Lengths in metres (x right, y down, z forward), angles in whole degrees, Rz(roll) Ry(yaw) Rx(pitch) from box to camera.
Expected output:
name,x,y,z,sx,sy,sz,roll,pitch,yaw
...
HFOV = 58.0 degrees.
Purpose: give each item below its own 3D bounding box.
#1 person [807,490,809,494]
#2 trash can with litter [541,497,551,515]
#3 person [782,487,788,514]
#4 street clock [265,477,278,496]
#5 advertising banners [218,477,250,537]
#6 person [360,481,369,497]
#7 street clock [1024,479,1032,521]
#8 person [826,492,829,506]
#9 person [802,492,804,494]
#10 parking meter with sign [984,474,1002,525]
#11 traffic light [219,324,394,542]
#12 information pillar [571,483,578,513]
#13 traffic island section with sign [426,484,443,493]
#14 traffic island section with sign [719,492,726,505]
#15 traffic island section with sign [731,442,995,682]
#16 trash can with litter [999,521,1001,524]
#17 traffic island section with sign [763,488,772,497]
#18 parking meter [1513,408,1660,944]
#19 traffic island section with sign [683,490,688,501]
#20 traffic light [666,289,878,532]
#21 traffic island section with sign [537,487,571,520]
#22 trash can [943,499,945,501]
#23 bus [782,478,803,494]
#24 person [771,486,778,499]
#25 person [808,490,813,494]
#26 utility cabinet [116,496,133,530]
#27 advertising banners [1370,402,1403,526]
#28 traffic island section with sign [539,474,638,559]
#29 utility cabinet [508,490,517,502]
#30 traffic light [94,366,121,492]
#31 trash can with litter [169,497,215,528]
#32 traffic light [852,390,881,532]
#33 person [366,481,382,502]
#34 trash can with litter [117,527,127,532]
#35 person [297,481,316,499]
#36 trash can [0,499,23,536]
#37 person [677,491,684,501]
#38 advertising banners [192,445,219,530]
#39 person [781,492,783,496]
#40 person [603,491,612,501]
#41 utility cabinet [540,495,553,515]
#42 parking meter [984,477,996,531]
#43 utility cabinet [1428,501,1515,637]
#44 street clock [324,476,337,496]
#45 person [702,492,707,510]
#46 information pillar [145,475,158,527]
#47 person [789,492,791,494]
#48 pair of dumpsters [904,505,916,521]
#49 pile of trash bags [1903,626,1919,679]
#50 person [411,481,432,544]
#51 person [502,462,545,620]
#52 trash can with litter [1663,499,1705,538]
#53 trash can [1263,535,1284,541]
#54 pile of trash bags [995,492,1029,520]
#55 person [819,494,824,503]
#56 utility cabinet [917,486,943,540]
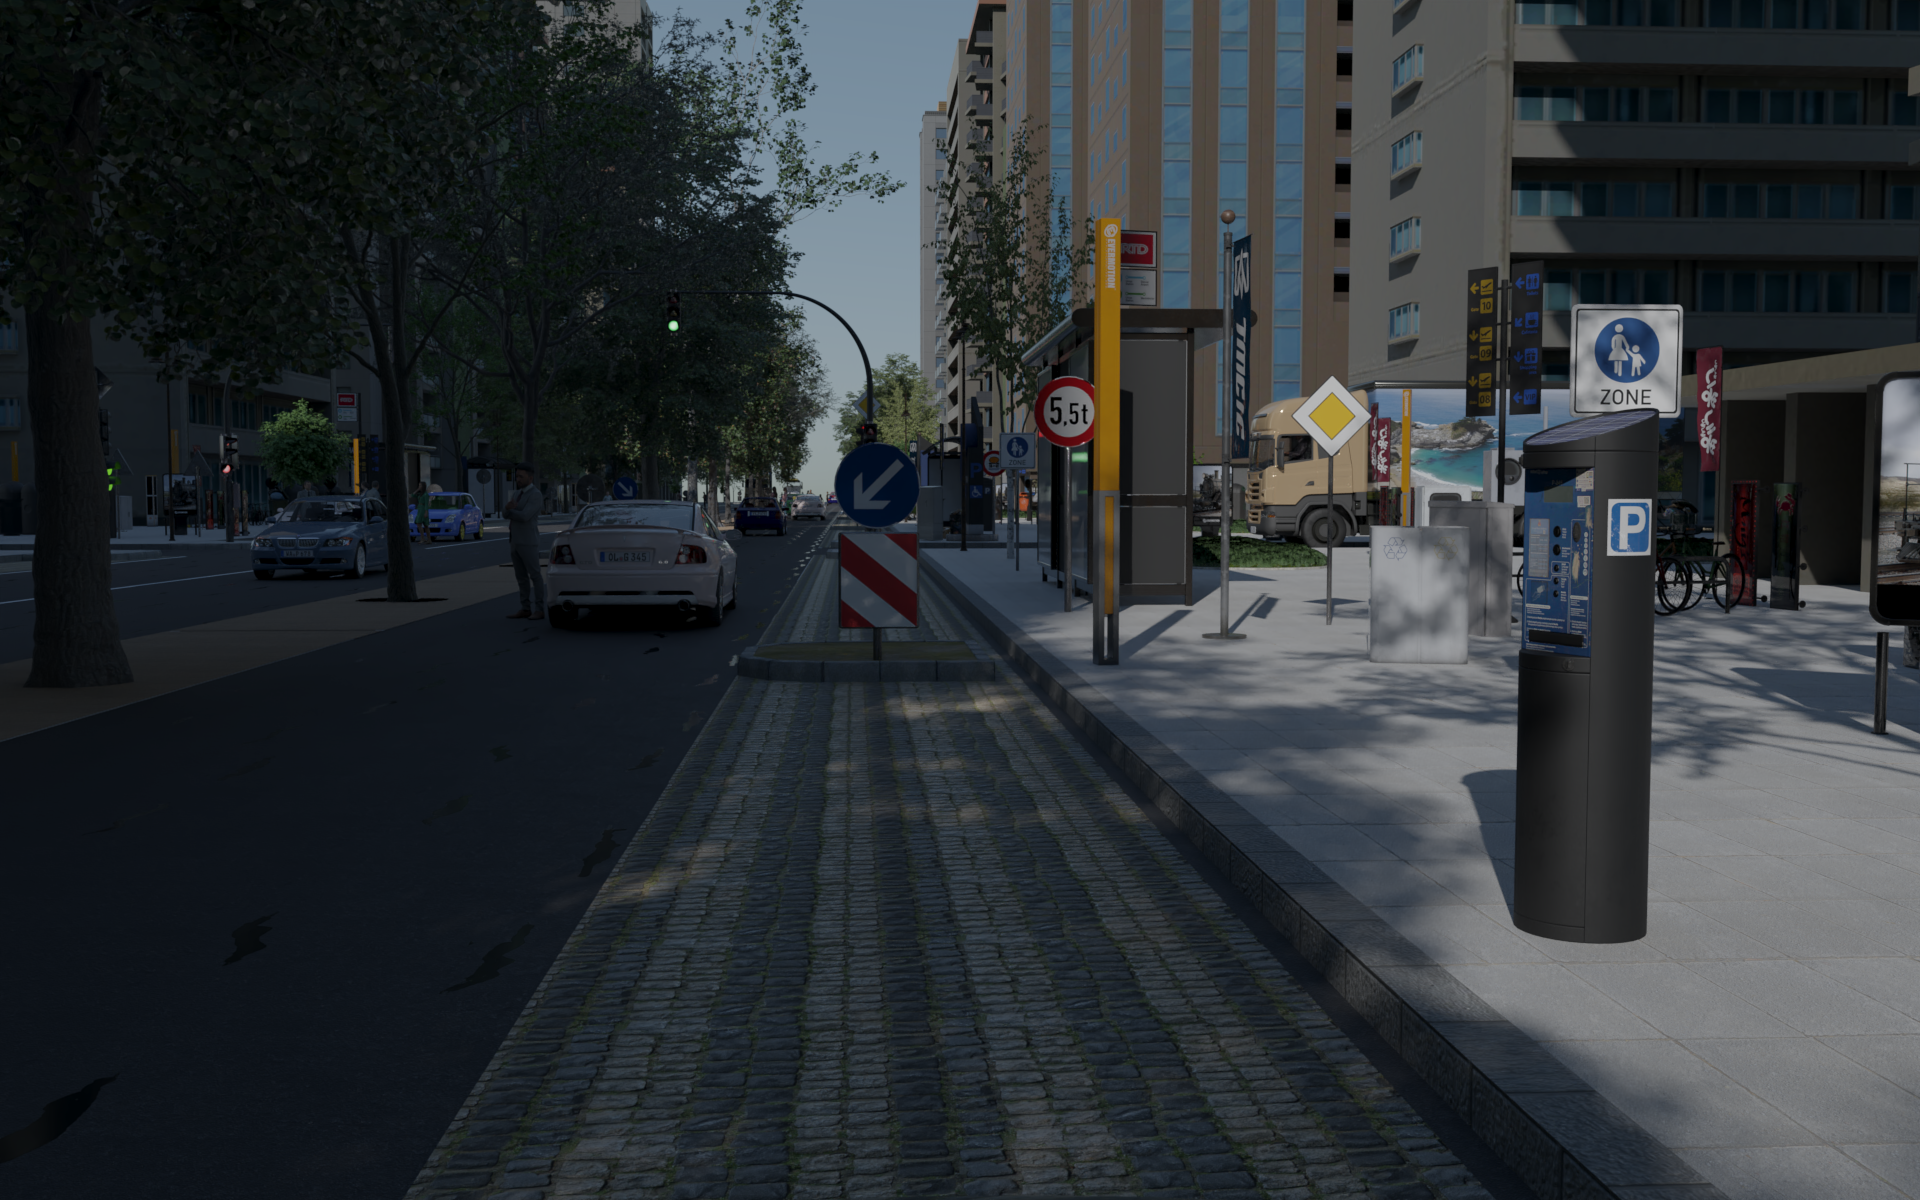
name,x,y,z,sx,sy,sz,roll,pitch,yaw
person,-15.127,-10.053,172.883,1.348,1.822,0.705,3,5,39
trash can with litter,-25.171,-5.765,105.641,0.624,1.170,1.055,1,4,16
person,-9.770,-5.368,96.282,0.388,1.821,0.555,-1,4,-19
street clock,-29.582,-4.276,74.489,0.358,2.002,0.471,2,4,35
advertising banners,-21.953,-3.442,52.465,0.090,3.025,2.074,0,4,-3
person,-18.200,-2.733,53.200,0.654,1.822,0.581,-2,4,-27
street clock,3.291,-4.738,82.030,0.358,2.002,0.471,-3,5,-40
person,-15.847,-12.033,205.957,0.721,1.735,1.217,0,4,-1
person,-20.792,-13.423,228.692,1.217,1.736,0.721,0,4,6
parking meter with sign,1.020,-4.655,72.371,1.738,3.016,0.543,-2,4,-29
traffic light,-17.341,-4.373,46.168,4.771,5.953,1.251,0,4,-4
information pillar,-26.441,-6.994,118.848,0.304,2.012,0.304,1,4,17
traffic island section with sign,-20.861,-3.662,68.506,1.989,1.847,2.006,0,4,-4
traffic island section with sign,-30.750,-13.436,228.301,1.989,1.847,2.006,0,4,-4
traffic island section with sign,-0.783,-0.332,14.049,1.989,1.847,2.006,0,4,-4
trash can with litter,1.336,-3.986,76.230,1.678,1.210,2.233,0,4,7
traffic island section with sign,-13.527,-6.930,121.440,2.006,1.907,1.989,0,4,-4
parking meter,1.830,0.204,5.073,0.372,1.533,0.369,0,3,0
traffic island section with sign,-27.321,-10.048,172.910,1.989,1.847,2.006,0,4,-4
traffic light,-4.134,-3.924,38.822,4.771,5.953,1.251,0,4,-4
traffic island section with sign,-22.523,-5.308,95.410,1.989,1.847,2.006,0,4,-4
trash can,-0.827,-2.612,54.366,0.748,1.137,0.748,0,3,0
bus,-25.753,-16.898,267.831,2.896,3.916,12.252,0,4,-3
person,-9.338,-4.793,86.873,0.388,1.821,0.555,2,4,26
person,-12.572,-8.389,145.757,1.348,1.812,0.705,0,4,6
utility cabinet,-29.951,-3.108,61.971,0.306,1.237,1.020,0,4,-5
advertising banners,7.956,-2.217,32.433,0.090,3.025,2.074,0,4,-2
traffic island section with sign,-8.426,-1.891,39.052,2.006,1.907,1.989,0,4,-4
utility cabinet,-25.748,-5.652,101.089,1.173,1.500,0.318,-3,4,-38
traffic light,-18.930,-3.004,38.035,0.839,4.253,0.868,0,4,-4
trash can with litter,-28.542,-3.328,65.466,2.233,1.210,1.678,0,4,2
traffic light,-2.546,-3.556,47.061,0.839,4.253,0.868,0,4,-4
person,-16.687,-2.498,49.435,0.635,1.810,0.391,2,4,32
trash can with litter,-28.846,-2.885,58.229,1.678,1.210,2.233,1,4,23
person,-18.783,-2.523,49.847,0.767,1.812,0.694,3,5,43
trash can,-29.128,-2.538,53.156,0.748,1.137,0.748,0,3,0
person,-24.539,-8.733,151.999,0.721,1.736,1.217,-3,5,-40
advertising banners,-27.037,-4.048,62.377,0.090,3.025,2.074,0,4,7
person,-28.421,-16.314,275.951,1.217,1.735,0.721,-3,4,-38
person,-21.352,-5.794,105.041,0.589,1.601,0.330,0,4,-3
utility cabinet,-25.685,-5.868,107.101,1.020,1.237,0.306,1,4,9
parking meter,1.005,-3.305,59.744,0.399,1.863,0.255,1,4,23
utility cabinet,4.723,-0.299,16.044,0.306,1.237,1.020,-1,4,-15
street clock,-25.423,-4.001,69.978,0.471,2.002,0.358,-1,4,-9
person,-22.414,-8.663,151.616,0.415,1.643,0.593,-3,4,-36
information pillar,-31.773,-3.889,68.085,0.304,2.012,0.304,0,4,1
person,-22.349,-13.323,227.042,1.217,1.736,0.721,-3,5,-42
pair of dumpsters,-2.140,-5.060,85.228,1.574,2.255,4.437,0,4,-3
pile of trash bags,7.903,-0.172,12.559,1.912,1.369,3.447,2,4,27
person,-15.254,-2.479,49.287,0.600,1.795,0.529,3,5,39
person,-5.020,-0.681,19.811,0.511,1.800,0.466,2,4,29
trash can with litter,16.384,-1.687,38.965,1.055,1.170,0.624,-2,4,-34
trash can,8.639,-2.201,47.639,0.748,1.137,0.748,0,3,0
pile of trash bags,1.832,-4.639,85.595,3.447,1.369,1.912,1,4,17
person,-10.802,-7.469,133.885,0.557,1.426,1.065,-3,4,-39
utility cabinet,-0.844,-2.403,47.975,0.318,1.500,1.173,-2,4,-23
